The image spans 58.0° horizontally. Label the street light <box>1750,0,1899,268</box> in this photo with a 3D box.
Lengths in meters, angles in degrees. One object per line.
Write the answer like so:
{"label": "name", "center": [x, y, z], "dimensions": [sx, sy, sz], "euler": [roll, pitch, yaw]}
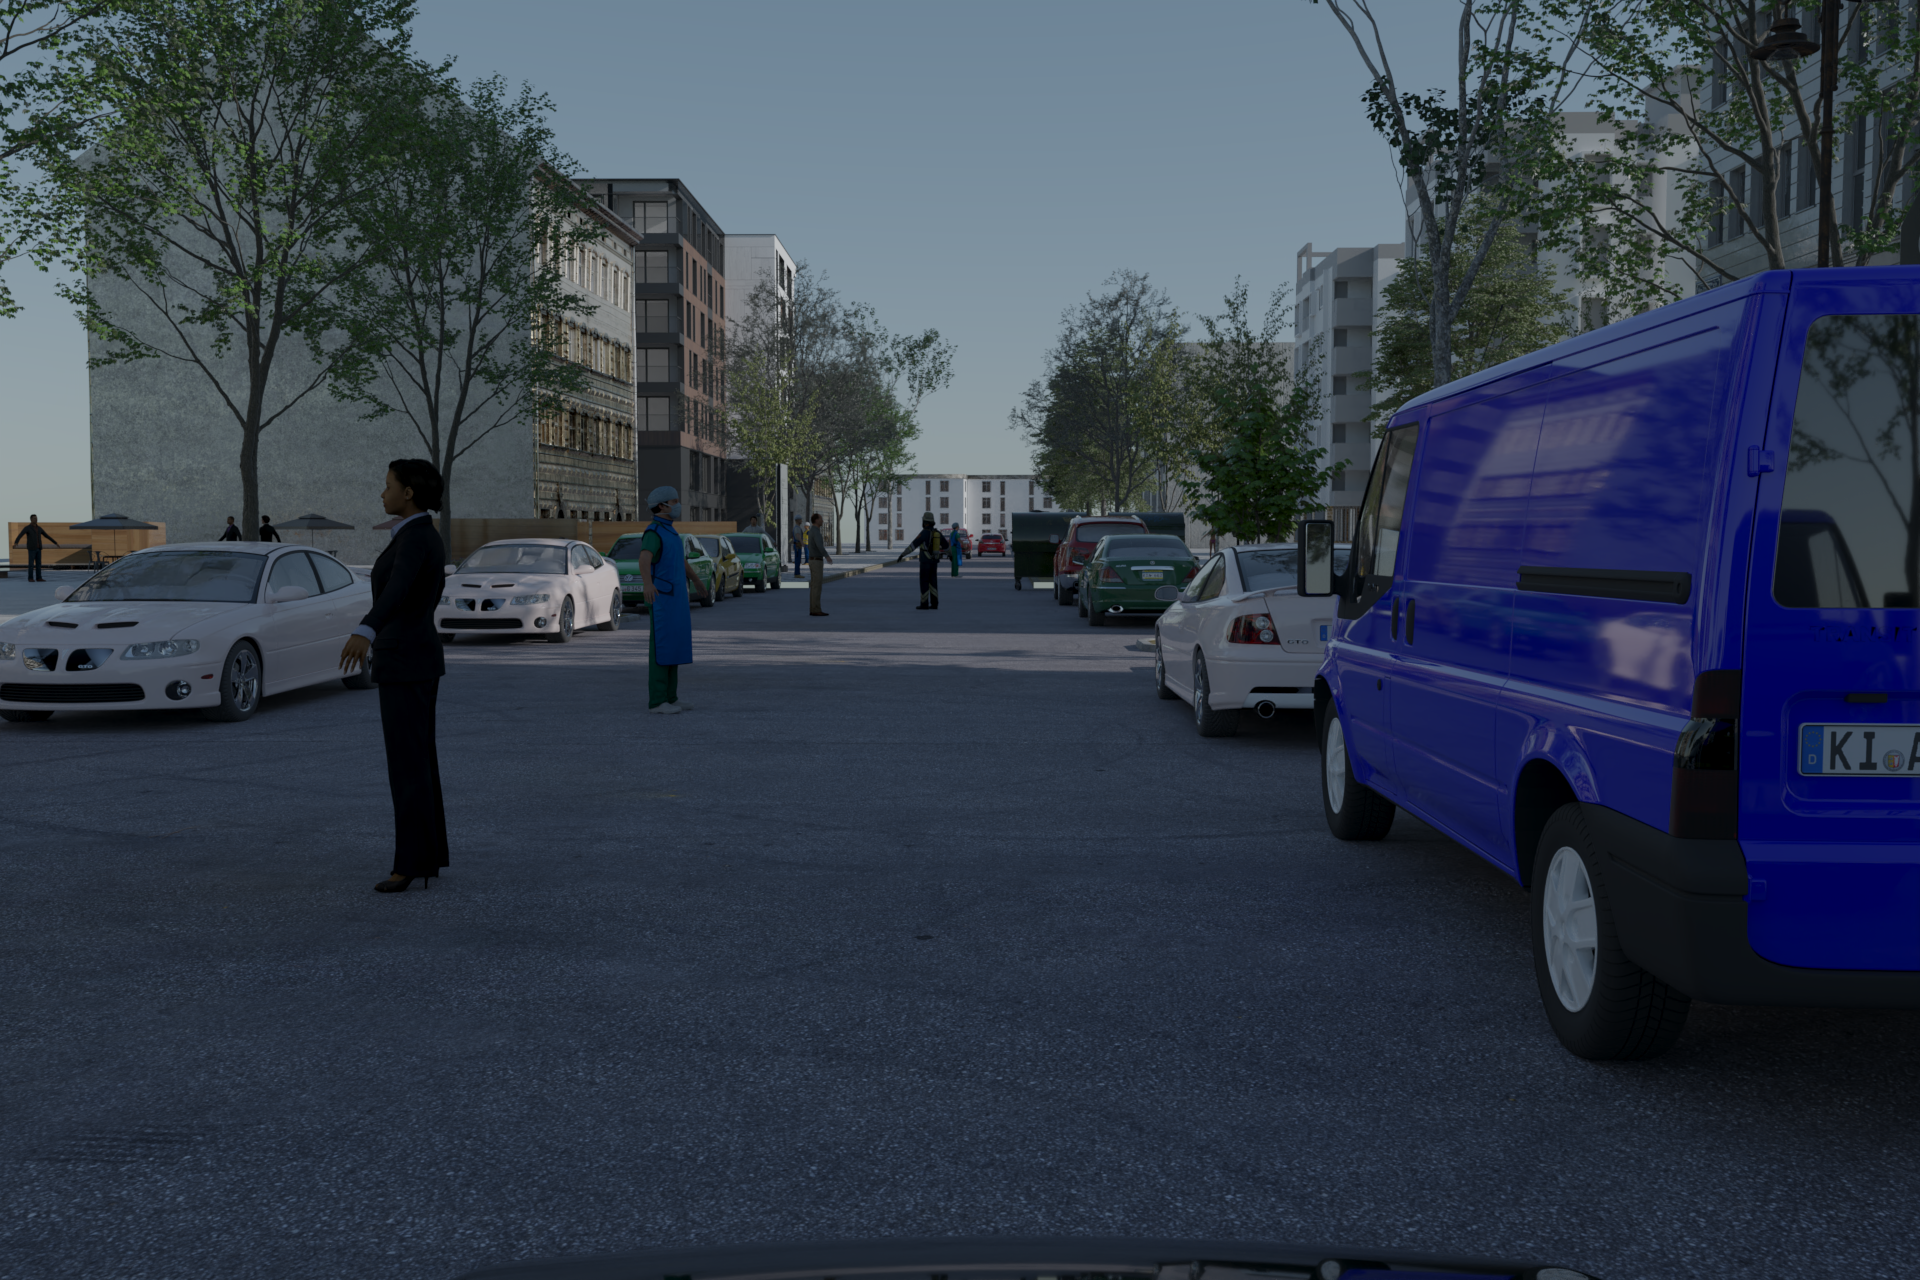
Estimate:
{"label": "street light", "center": [6.018, -2.404, 12.088], "dimensions": [0.468, 5.910, 1.993], "euler": [0, 4, 2]}

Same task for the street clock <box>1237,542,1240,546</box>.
{"label": "street clock", "center": [6.931, -2.361, 43.170], "dimensions": [0.358, 2.002, 0.471], "euler": [0, 4, 1]}

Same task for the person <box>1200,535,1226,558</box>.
{"label": "person", "center": [12.172, -4.683, 83.366], "dimensions": [1.217, 1.733, 0.721], "euler": [0, 4, 4]}

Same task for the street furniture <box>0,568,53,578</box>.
{"label": "street furniture", "center": [-32.750, -2.554, 48.618], "dimensions": [9.812, 1.723, 11.010], "euler": [1, 4, 16]}

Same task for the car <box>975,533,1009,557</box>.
{"label": "car", "center": [2.041, -6.235, 110.989], "dimensions": [2.155, 1.783, 4.494], "euler": [0, 4, 1]}

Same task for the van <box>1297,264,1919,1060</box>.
{"label": "van", "center": [2.635, -0.120, 6.351], "dimensions": [2.240, 2.365, 5.245], "euler": [0, 4, 1]}

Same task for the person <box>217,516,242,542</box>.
{"label": "person", "center": [-21.199, -2.699, 50.352], "dimensions": [1.346, 1.802, 0.704], "euler": [3, 4, 36]}

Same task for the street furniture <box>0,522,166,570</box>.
{"label": "street furniture", "center": [-31.252, -3.575, 65.300], "dimensions": [9.812, 1.723, 11.010], "euler": [-1, 4, -18]}

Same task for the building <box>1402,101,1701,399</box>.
{"label": "building", "center": [26.413, -13.810, 82.211], "dimensions": [16.016, 20.090, 11.380], "euler": [0, 4, 1]}

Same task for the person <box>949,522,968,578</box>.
{"label": "person", "center": [-0.113, -2.965, 57.069], "dimensions": [0.704, 1.817, 1.347], "euler": [-2, 4, -23]}

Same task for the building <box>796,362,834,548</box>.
{"label": "building", "center": [-22.927, -20.981, 173.964], "dimensions": [19.493, 23.208, 18.063], "euler": [0, 4, 2]}

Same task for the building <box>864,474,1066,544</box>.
{"label": "building", "center": [1.076, -18.182, 241.871], "dimensions": [28.070, 9.664, 9.099], "euler": [0, 4, 7]}

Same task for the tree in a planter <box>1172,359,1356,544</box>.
{"label": "tree in a planter", "center": [3.064, -1.254, 17.718], "dimensions": [1.991, 3.239, 1.994], "euler": [0, 4, 1]}

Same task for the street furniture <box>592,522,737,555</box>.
{"label": "street furniture", "center": [-12.163, -3.413, 62.663], "dimensions": [9.812, 1.723, 11.010], "euler": [-1, 4, -9]}

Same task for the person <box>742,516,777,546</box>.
{"label": "person", "center": [-5.988, -2.700, 50.329], "dimensions": [1.347, 1.806, 0.705], "euler": [0, 4, -5]}

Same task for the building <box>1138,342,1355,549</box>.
{"label": "building", "center": [26.910, -18.460, 168.277], "dimensions": [16.747, 18.905, 31.486], "euler": [0, 4, 1]}

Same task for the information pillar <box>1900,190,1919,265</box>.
{"label": "information pillar", "center": [5.939, -1.183, 10.703], "dimensions": [0.183, 3.616, 0.504], "euler": [0, 4, 1]}

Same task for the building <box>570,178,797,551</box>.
{"label": "building", "center": [-26.510, -16.648, 116.164], "dimensions": [27.936, 21.610, 32.646], "euler": [0, 4, 0]}

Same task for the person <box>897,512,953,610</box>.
{"label": "person", "center": [-0.612, -1.508, 32.891], "dimensions": [1.354, 1.856, 0.705], "euler": [-3, 5, -42]}

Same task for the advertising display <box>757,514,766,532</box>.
{"label": "advertising display", "center": [-6.279, -3.030, 54.753], "dimensions": [0.123, 1.923, 0.974], "euler": [0, 4, 3]}

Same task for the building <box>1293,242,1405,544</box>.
{"label": "building", "center": [27.116, -15.716, 113.382], "dimensions": [16.016, 20.090, 11.380], "euler": [0, 4, 1]}

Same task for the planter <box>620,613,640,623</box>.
{"label": "planter", "center": [-6.358, -0.453, 28.541], "dimensions": [1.991, 0.319, 1.994], "euler": [0, 4, 2]}

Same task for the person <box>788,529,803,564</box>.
{"label": "person", "center": [-7.036, -4.212, 75.000], "dimensions": [0.704, 1.812, 1.346], "euler": [1, 4, 21]}

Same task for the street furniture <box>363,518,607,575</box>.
{"label": "street furniture", "center": [-12.410, -2.664, 50.414], "dimensions": [11.010, 1.723, 9.812], "euler": [-1, 4, -8]}

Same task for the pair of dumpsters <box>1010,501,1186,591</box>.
{"label": "pair of dumpsters", "center": [3.503, -2.405, 44.269], "dimensions": [4.436, 2.255, 1.574], "euler": [0, 4, 1]}

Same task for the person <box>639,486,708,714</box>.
{"label": "person", "center": [-2.341, -0.328, 13.941], "dimensions": [0.704, 1.817, 1.347], "euler": [1, 4, 9]}

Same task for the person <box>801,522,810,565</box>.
{"label": "person", "center": [-6.413, -3.980, 71.538], "dimensions": [0.721, 1.772, 1.216], "euler": [-1, 4, -22]}

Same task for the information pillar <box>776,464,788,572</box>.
{"label": "information pillar", "center": [-6.012, -4.108, 58.488], "dimensions": [0.184, 3.620, 1.656], "euler": [0, 4, 2]}

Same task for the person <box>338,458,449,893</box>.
{"label": "person", "center": [-2.310, 0.131, 7.043], "dimensions": [0.721, 1.740, 1.216], "euler": [0, 4, -6]}

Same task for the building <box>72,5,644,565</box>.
{"label": "building", "center": [-26.133, -15.198, 79.421], "dimensions": [19.493, 23.208, 18.063], "euler": [0, 4, 2]}

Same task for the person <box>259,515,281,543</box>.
{"label": "person", "center": [-19.293, -2.564, 48.103], "dimensions": [0.705, 1.806, 1.347], "euler": [1, 4, 21]}

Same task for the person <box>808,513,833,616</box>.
{"label": "person", "center": [-2.487, -1.321, 30.334], "dimensions": [0.705, 1.796, 1.348], "euler": [-1, 4, -17]}

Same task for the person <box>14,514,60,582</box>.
{"label": "person", "center": [-24.777, -2.467, 46.405], "dimensions": [0.705, 1.821, 1.348], "euler": [2, 4, 25]}

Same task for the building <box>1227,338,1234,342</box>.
{"label": "building", "center": [30.704, -22.778, 203.350], "dimensions": [19.493, 23.208, 18.063], "euler": [0, 4, 1]}

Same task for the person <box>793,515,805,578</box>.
{"label": "person", "center": [-4.681, -2.721, 50.350], "dimensions": [0.705, 1.847, 1.347], "euler": [-1, 4, -11]}

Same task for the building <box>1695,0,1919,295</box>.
{"label": "building", "center": [26.349, -15.765, 35.244], "dimensions": [11.434, 29.767, 29.804], "euler": [0, 4, 2]}
